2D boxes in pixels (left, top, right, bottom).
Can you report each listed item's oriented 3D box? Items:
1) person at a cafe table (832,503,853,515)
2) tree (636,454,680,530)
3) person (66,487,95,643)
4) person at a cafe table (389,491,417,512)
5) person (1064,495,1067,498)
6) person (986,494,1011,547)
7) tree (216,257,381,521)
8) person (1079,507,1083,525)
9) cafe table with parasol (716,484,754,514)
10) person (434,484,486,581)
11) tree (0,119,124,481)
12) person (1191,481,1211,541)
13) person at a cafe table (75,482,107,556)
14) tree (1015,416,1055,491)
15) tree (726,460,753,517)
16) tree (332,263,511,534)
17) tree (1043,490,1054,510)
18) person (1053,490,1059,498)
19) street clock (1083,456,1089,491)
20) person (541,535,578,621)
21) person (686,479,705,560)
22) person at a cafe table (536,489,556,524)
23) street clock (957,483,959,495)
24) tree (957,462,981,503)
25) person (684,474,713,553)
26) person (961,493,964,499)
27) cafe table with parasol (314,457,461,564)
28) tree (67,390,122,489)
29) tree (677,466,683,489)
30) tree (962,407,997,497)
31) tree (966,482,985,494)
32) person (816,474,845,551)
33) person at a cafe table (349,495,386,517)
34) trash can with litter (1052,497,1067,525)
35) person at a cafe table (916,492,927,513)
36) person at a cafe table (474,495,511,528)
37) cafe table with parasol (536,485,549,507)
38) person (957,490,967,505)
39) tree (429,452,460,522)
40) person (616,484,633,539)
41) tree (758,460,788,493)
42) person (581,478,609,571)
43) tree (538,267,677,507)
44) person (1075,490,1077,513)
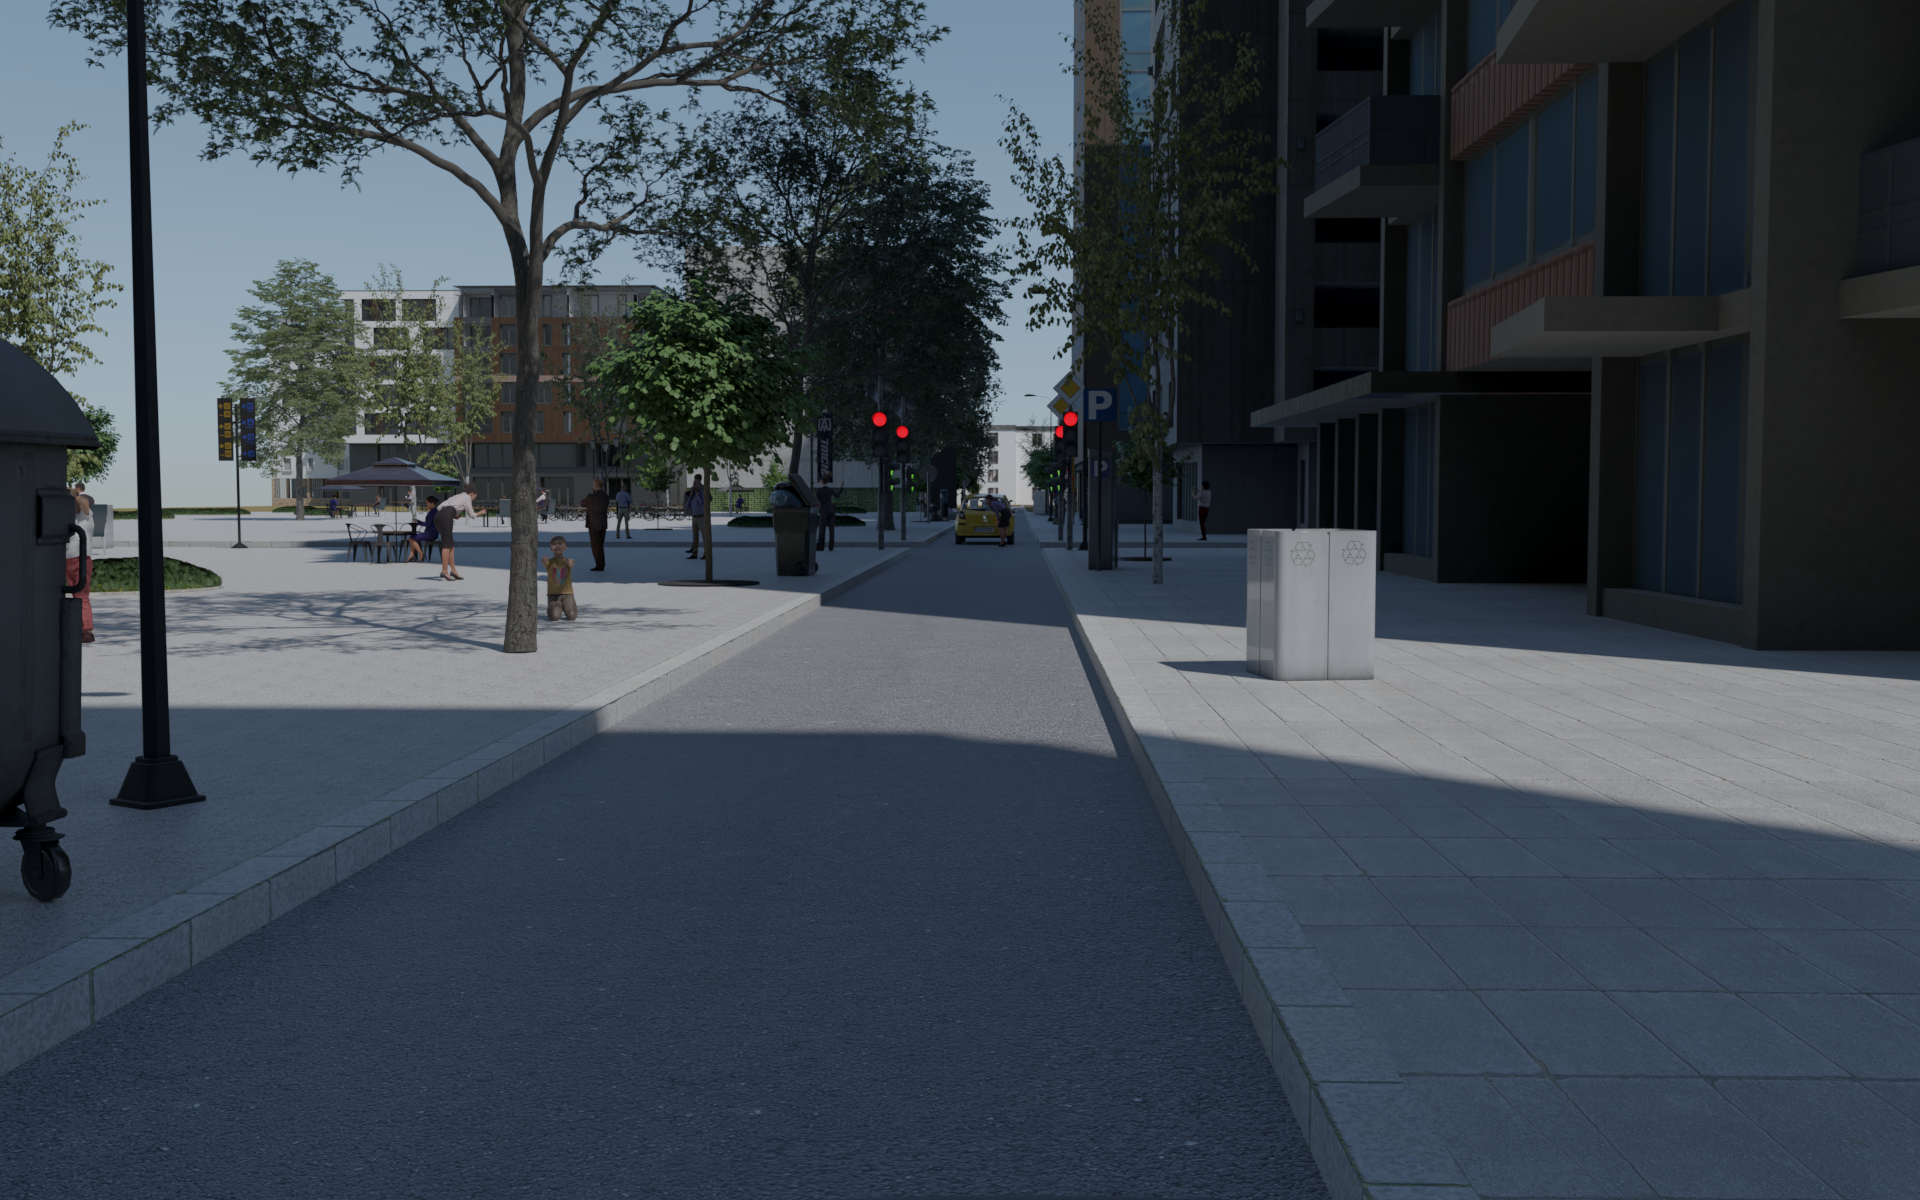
[{"bbox_3d":[-7.894,-5.957,108.251,1.698,1.238,1.726,-3,5,-42],"label":"person at a cafe table"},{"bbox_3d":[-10.834,-4.114,61.864,1.663,3.219,1.824,0,3,0],"label":"tree"},{"bbox_3d":[-7.673,-0.311,15.043,0.435,1.345,0.340,1,4,17],"label":"person"},{"bbox_3d":[-39.437,-7.008,123.094,1.622,1.524,1.698,-3,5,-40],"label":"person at a cafe table"},{"bbox_3d":[9.311,-9.456,160.655,1.348,1.822,0.705,3,4,36],"label":"person"},{"bbox_3d":[1.037,-2.152,46.917,0.697,1.427,0.421,1,4,8],"label":"person"},{"bbox_3d":[-31.502,-10.114,83.491,7.486,12.596,7.792,0,3,0],"label":"tree"},{"bbox_3d":[5.140,-3.915,70.987,0.436,1.711,0.756,-1,4,-10],"label":"person"},{"bbox_3d":[-14.779,-6.664,113.823,2.610,1.966,2.610,2,4,27],"label":"cafe table with parasol"},{"bbox_3d":[-7.449,-1.010,25.745,0.628,1.438,0.799,0,4,0],"label":"person"},{"bbox_3d":[-17.296,-4.973,31.668,4.737,8.622,4.395,0,3,0],"label":"tree"},{"bbox_3d":[6.644,-2.462,47.751,0.517,1.644,0.566,0,4,-3],"label":"person"},{"bbox_3d":[-18.700,-1.703,36.353,1.622,1.524,1.698,1,4,16],"label":"person at a cafe table"},{"bbox_3d":[7.239,-12.772,159.185,4.360,8.622,3.978,0,3,0],"label":"tree"},{"bbox_3d":[-12.747,-9.018,97.810,4.360,8.622,3.978,0,3,0],"label":"tree"},{"bbox_3d":[-17.452,-6.387,54.792,4.737,8.622,4.395,0,3,0],"label":"tree"},{"bbox_3d":[7.262,-9.014,141.980,1.663,3.219,1.824,0,3,0],"label":"tree"},{"bbox_3d":[7.636,-8.113,138.559,0.599,1.838,0.709,-2,4,-24],"label":"person"},{"bbox_3d":[2.433,-1.607,30.839,0.471,2.002,0.358,-3,4,-36],"label":"street clock"},{"bbox_3d":[-4.066,-0.222,17.590,0.347,0.859,0.695,-1,4,-13],"label":"person"},{"bbox_3d":[-5.147,-1.585,34.021,0.516,1.574,0.319,3,5,44],"label":"person"},{"bbox_3d":[-18.317,-4.076,75.161,1.622,1.524,1.698,2,4,24],"label":"person at a cafe table"},{"bbox_3d":[-0.290,-6.278,107.222,0.358,2.002,0.471,-3,5,-43],"label":"street clock"},{"bbox_3d":[0.168,-9.287,135.549,4.285,4.588,4.351,0,3,0],"label":"tree"},{"bbox_3d":[-5.709,-1.885,37.688,0.655,1.722,0.431,-3,5,-39],"label":"person"},{"bbox_3d":[0.405,-8.380,146.285,0.697,1.427,0.421,2,4,29],"label":"person"},{"bbox_3d":[-10.525,-1.679,32.311,2.610,1.966,2.610,-2,4,-33],"label":"cafe table with parasol"},{"bbox_3d":[-28.265,-4.349,54.825,4.285,4.588,4.351,0,3,0],"label":"tree"},{"bbox_3d":[-19.937,-10.198,117.093,4.360,8.622,3.978,0,3,0],"label":"tree"},{"bbox_3d":[0.575,-10.948,129.355,4.360,8.622,3.978,0,3,0],"label":"tree"},{"bbox_3d":[1.493,-11.221,178.069,1.663,3.219,1.824,0,3,0],"label":"tree"},{"bbox_3d":[-2.961,-1.973,39.111,0.445,1.727,0.742,3,5,39],"label":"person"},{"bbox_3d":[-33.615,-5.390,98.994,1.726,1.238,1.698,2,4,24],"label":"person at a cafe table"},{"bbox_3d":[4.215,-3.774,73.096,0.624,1.170,1.055,1,4,11],"label":"trash can with litter"},{"bbox_3d":[-2.241,-6.768,119.179,1.622,1.524,1.698,1,4,23],"label":"person at a cafe table"},{"bbox_3d":[-17.803,-3.444,67.170,1.698,1.238,1.726,-2,4,-26],"label":"person at a cafe table"},{"bbox_3d":[-26.082,-6.149,105.400,2.610,1.966,2.610,-3,5,-39],"label":"cafe table with parasol"},{"bbox_3d":[0.235,-9.219,157.491,1.217,1.735,0.721,1,4,9],"label":"person"},{"bbox_3d":[-23.837,-5.225,80.031,1.663,3.219,1.824,0,3,0],"label":"tree"},{"bbox_3d":[-9.692,-2.555,49.888,0.516,1.574,0.319,1,4,20],"label":"person"},{"bbox_3d":[-9.126,-5.509,84.677,1.663,3.219,1.824,0,3,0],"label":"tree"},{"bbox_3d":[-6.087,-1.259,28.895,0.388,1.546,0.482,3,4,38],"label":"person"},{"bbox_3d":[-11.285,-6.363,54.405,4.360,8.622,3.978,0,3,0],"label":"tree"},{"bbox_3d":[7.780,-6.909,119.133,0.434,1.807,0.598,-2,4,-31],"label":"person"}]
